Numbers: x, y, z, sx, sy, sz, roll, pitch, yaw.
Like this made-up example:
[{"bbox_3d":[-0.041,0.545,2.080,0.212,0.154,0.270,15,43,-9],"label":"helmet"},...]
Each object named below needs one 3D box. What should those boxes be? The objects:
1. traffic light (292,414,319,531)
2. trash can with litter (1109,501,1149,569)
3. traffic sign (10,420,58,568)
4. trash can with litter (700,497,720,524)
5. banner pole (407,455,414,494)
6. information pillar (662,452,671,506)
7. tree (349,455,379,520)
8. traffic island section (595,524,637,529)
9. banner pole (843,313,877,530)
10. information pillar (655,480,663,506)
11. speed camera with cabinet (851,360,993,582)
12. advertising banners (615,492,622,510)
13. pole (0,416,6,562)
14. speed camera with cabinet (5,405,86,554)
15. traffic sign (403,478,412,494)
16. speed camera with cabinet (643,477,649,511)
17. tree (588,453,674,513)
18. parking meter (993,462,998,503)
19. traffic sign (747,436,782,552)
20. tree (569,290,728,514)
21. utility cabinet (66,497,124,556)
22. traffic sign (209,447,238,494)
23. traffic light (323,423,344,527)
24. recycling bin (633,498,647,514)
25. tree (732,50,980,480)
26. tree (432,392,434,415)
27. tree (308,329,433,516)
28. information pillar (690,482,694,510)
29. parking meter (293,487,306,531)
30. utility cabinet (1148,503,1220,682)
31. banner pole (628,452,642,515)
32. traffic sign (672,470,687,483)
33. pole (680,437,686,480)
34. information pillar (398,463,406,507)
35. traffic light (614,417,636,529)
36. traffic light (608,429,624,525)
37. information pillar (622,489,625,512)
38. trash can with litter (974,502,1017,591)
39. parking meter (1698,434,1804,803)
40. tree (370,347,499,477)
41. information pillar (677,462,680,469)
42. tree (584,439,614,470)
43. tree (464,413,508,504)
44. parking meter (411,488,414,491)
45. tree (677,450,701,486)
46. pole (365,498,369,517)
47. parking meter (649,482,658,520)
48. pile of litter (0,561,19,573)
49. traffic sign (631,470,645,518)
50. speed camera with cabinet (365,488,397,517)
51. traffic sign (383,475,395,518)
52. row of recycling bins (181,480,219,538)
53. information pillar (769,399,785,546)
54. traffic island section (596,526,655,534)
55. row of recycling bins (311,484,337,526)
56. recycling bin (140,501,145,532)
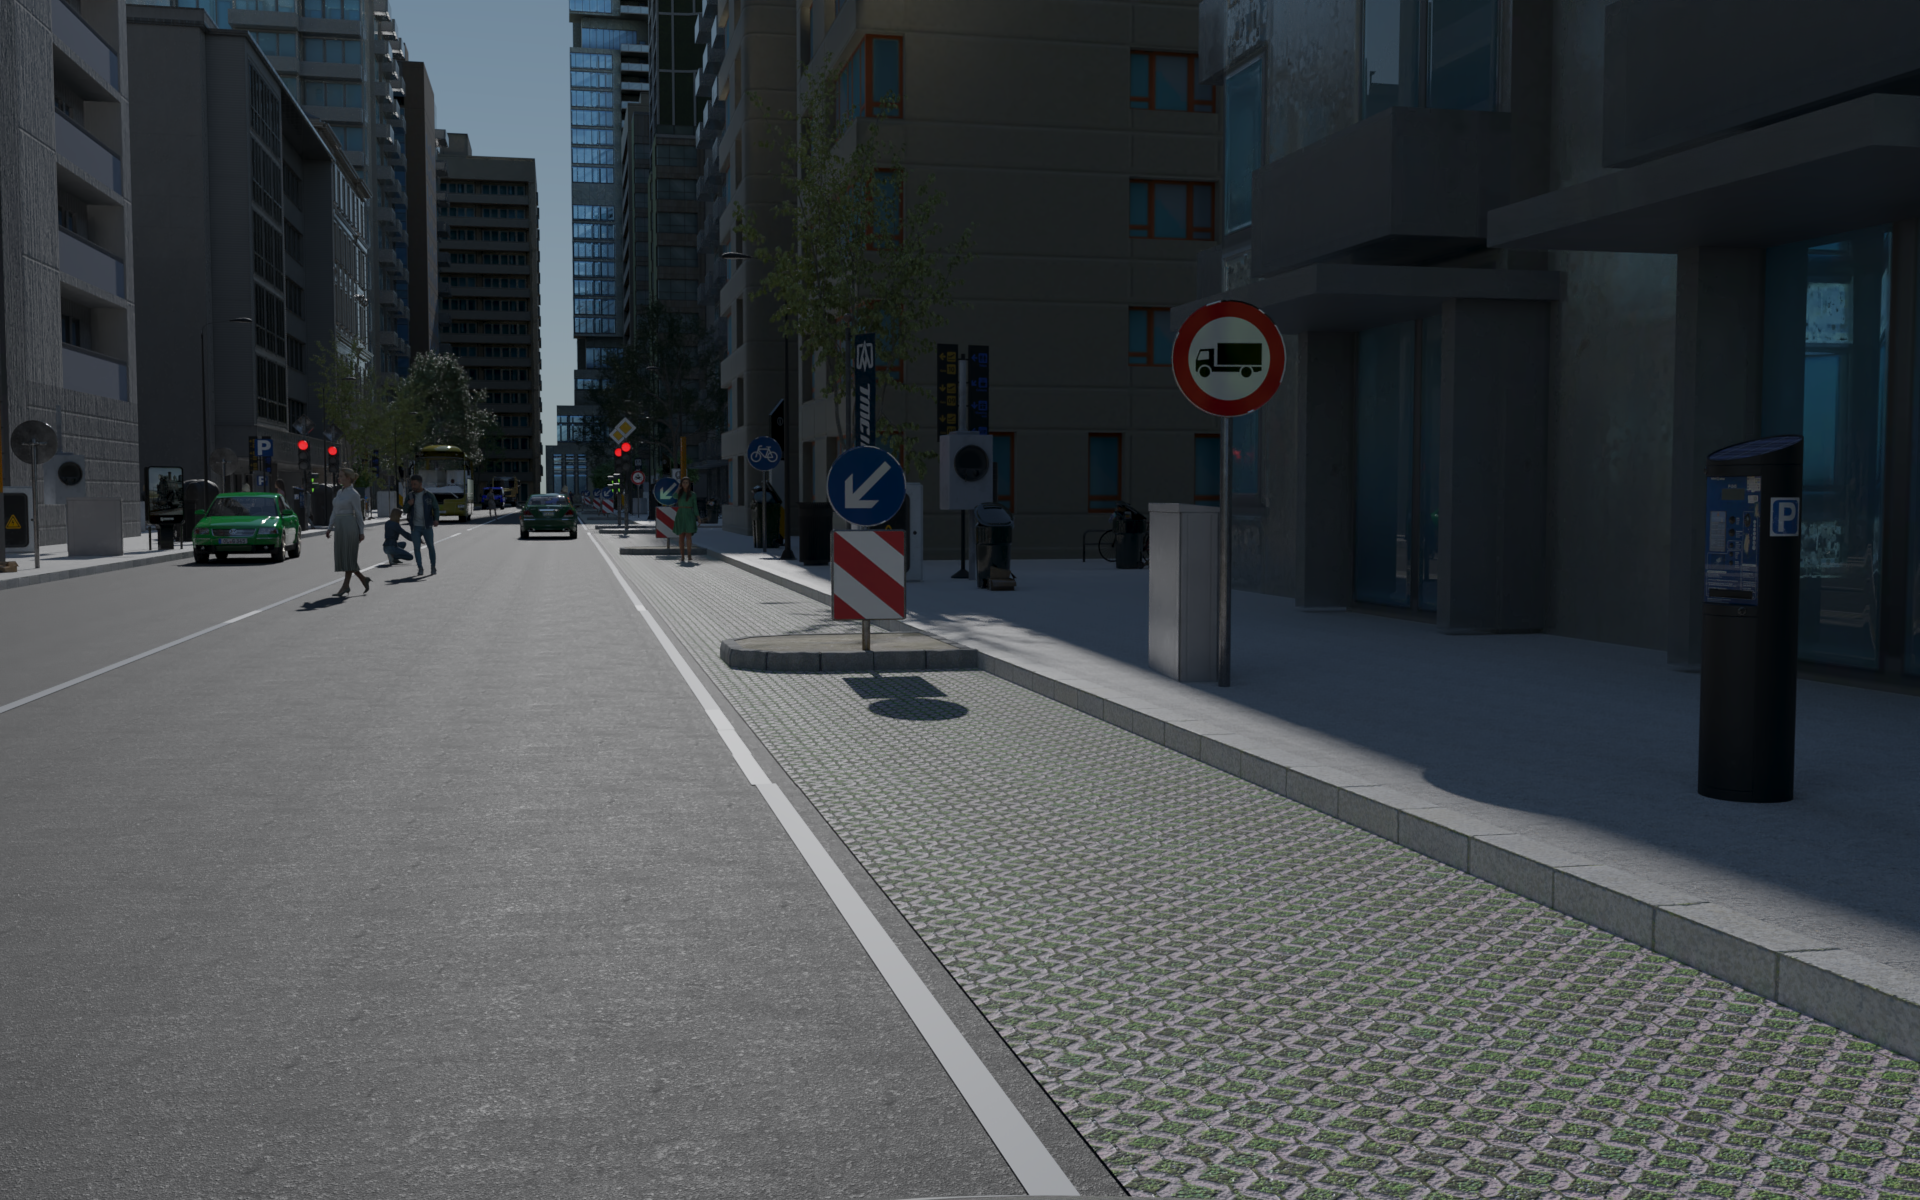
[{"bbox_3d":[-22.920,-4.387,60.648,0.839,4.253,0.868,-1,4,-13],"label":"traffic light"},{"bbox_3d":[3.128,-1.127,29.822,1.055,1.170,0.624,-1,4,-13],"label":"trash can with litter"},{"bbox_3d":[-15.945,-1.820,29.855,0.768,2.556,0.104,-1,4,-9],"label":"traffic sign"},{"bbox_3d":[-10.844,-3.867,74.614,1.055,1.170,0.624,3,4,38],"label":"trash can with litter"},{"bbox_3d":[-35.614,-7.472,112.181,0.401,3.779,0.863,1,4,22],"label":"banner pole"},{"bbox_3d":[-16.241,-6.391,95.840,0.504,3.616,0.183,1,4,17],"label":"information pillar"},{"bbox_3d":[-29.424,-5.494,84.433,1.663,3.219,1.824,0,3,0],"label":"tree"},{"bbox_3d":[-13.940,-2.982,71.029,2.009,0.180,2.903,-1,4,-13],"label":"traffic island section"},{"bbox_3d":[-1.404,-2.074,23.923,0.401,3.779,0.863,-3,5,-40],"label":"banner pole"},{"bbox_3d":[-15.595,-5.212,89.707,0.304,2.012,0.304,-2,4,-25],"label":"information pillar"},{"bbox_3d":[-0.569,-1.897,25.350,2.038,3.252,0.660,-1,4,-16],"label":"speed camera with cabinet"},{"bbox_3d":[-26.836,-8.602,136.828,0.090,3.025,2.074,-2,4,-35],"label":"advertising banners"},{"bbox_3d":[-16.854,-2.228,30.265,0.158,3.312,0.155,0,3,0],"label":"pole"},{"bbox_3d":[-20.303,-2.666,37.919,0.660,3.252,2.038,3,4,37],"label":"speed camera with cabinet"},{"bbox_3d":[-34.872,-6.559,109.373,0.606,2.300,0.079,0,4,-5],"label":"traffic sign"},{"bbox_3d":[-24.073,-8.504,133.373,0.660,3.252,2.038,-1,4,-8],"label":"speed camera with cabinet"},{"bbox_3d":[-22.788,-8.260,118.757,4.285,4.588,4.351,0,3,0],"label":"tree"},{"bbox_3d":[0.565,-1.592,31.743,0.255,1.863,0.399,0,4,3],"label":"parking meter"},{"bbox_3d":[-4.319,-2.333,38.253,0.768,2.556,0.104,0,4,-5],"label":"traffic sign"},{"bbox_3d":[-13.269,-8.891,79.775,7.601,10.594,8.767,0,4,1],"label":"tree"},{"bbox_3d":[-17.938,-1.515,35.930,1.020,1.237,0.306,-1,4,-22],"label":"utility cabinet"},{"bbox_3d":[-20.131,-2.890,47.362,0.768,2.556,0.104,0,4,-4],"label":"traffic sign"},{"bbox_3d":[-24.710,-4.863,68.430,0.839,4.253,0.868,-1,4,-13],"label":"traffic light"},{"bbox_3d":[-20.320,-5.951,109.856,0.722,1.027,0.722,2,4,27],"label":"recycling bin"},{"bbox_3d":[-1.838,-4.821,29.194,4.737,8.622,4.395,0,3,0],"label":"tree"},{"bbox_3d":[-33.483,-9.366,103.491,4.737,8.622,4.395,0,3,0],"label":"tree"},{"bbox_3d":[-27.268,-7.811,78.065,4.737,8.622,4.395,0,3,0],"label":"tree"},{"bbox_3d":[-16.299,-6.130,104.719,0.304,2.012,0.304,-3,5,-44],"label":"information pillar"},{"bbox_3d":[-22.784,-3.139,59.736,0.372,1.533,0.369,0,3,0],"label":"parking meter"},{"bbox_3d":[1.586,-0.068,12.281,0.306,1.237,1.020,0,4,-6],"label":"utility cabinet"},{"bbox_3d":[-19.412,-6.954,103.718,0.863,3.779,0.401,0,4,6],"label":"banner pole"},{"bbox_3d":[-11.438,-4.192,70.674,0.606,2.300,0.079,-1,4,-8],"label":"traffic sign"},{"bbox_3d":[-9.833,-4.146,61.626,0.158,3.312,0.155,0,3,0],"label":"pole"},{"bbox_3d":[-38.985,-7.936,121.109,0.504,3.616,0.183,-2,4,-27],"label":"information pillar"},{"bbox_3d":[-12.192,-4.538,63.123,0.839,4.253,0.868,-1,4,-13],"label":"traffic light"},{"bbox_3d":[-13.982,-5.014,70.906,0.839,4.253,0.868,-1,4,-13],"label":"traffic light"},{"bbox_3d":[-23.930,-8.083,123.509,0.183,3.616,0.504,3,4,37],"label":"information pillar"},{"bbox_3d":[0.553,-0.731,23.347,0.624,1.170,1.055,-1,4,-13],"label":"trash can with litter"},{"bbox_3d":[3.339,0.067,7.321,0.372,1.533,0.369,0,3,0],"label":"parking meter"},{"bbox_3d":[-40.985,-13.359,135.419,9.611,12.733,9.660,0,3,0],"label":"tree"},{"bbox_3d":[-20.590,-8.316,127.322,0.504,3.616,0.183,-3,4,-37],"label":"information pillar"},{"bbox_3d":[-43.634,-15.916,210.596,4.360,8.622,3.978,0,3,0],"label":"tree"},{"bbox_3d":[-60.540,-17.811,216.961,9.928,11.665,9.643,0,3,0],"label":"tree"},{"bbox_3d":[-34.787,-6.410,110.509,0.255,1.863,0.399,1,4,13],"label":"parking meter"},{"bbox_3d":[-21.100,-8.941,129.899,4.285,4.588,4.351,0,3,0],"label":"tree"},{"bbox_3d":[-33.749,-6.400,98.490,0.158,3.312,0.155,0,3,0],"label":"pole"},{"bbox_3d":[-15.111,-4.872,85.370,0.399,1.863,0.255,-2,4,-24],"label":"parking meter"},{"bbox_3d":[-16.210,-0.895,28.596,1.176,0.858,1.719,-2,4,-32],"label":"pile of litter"},{"bbox_3d":[-17.353,-5.709,93.440,0.768,2.556,0.104,0,4,-4],"label":"traffic sign"},{"bbox_3d":[-32.543,-6.257,96.635,2.038,3.252,0.660,-1,4,-10],"label":"speed camera with cabinet"},{"bbox_3d":[-30.293,-5.493,91.934,0.606,2.300,0.079,-1,4,-12],"label":"traffic sign"},{"bbox_3d":[-22.308,-2.656,50.546,1.069,1.692,3.534,-2,4,-30],"label":"row of recycling bins"},{"bbox_3d":[-4.494,-3.132,42.571,0.183,3.616,0.504,3,4,36],"label":"information pillar"},{"bbox_3d":[-12.150,-2.506,63.246,2.009,0.180,2.903,-1,4,-13],"label":"traffic island section"},{"bbox_3d":[-25.995,-3.926,71.302,1.069,1.692,3.534,-1,4,-12],"label":"row of recycling bins"},{"bbox_3d":[-28.169,-2.826,58.765,0.722,1.027,0.722,0,4,3],"label":"recycling bin"}]
